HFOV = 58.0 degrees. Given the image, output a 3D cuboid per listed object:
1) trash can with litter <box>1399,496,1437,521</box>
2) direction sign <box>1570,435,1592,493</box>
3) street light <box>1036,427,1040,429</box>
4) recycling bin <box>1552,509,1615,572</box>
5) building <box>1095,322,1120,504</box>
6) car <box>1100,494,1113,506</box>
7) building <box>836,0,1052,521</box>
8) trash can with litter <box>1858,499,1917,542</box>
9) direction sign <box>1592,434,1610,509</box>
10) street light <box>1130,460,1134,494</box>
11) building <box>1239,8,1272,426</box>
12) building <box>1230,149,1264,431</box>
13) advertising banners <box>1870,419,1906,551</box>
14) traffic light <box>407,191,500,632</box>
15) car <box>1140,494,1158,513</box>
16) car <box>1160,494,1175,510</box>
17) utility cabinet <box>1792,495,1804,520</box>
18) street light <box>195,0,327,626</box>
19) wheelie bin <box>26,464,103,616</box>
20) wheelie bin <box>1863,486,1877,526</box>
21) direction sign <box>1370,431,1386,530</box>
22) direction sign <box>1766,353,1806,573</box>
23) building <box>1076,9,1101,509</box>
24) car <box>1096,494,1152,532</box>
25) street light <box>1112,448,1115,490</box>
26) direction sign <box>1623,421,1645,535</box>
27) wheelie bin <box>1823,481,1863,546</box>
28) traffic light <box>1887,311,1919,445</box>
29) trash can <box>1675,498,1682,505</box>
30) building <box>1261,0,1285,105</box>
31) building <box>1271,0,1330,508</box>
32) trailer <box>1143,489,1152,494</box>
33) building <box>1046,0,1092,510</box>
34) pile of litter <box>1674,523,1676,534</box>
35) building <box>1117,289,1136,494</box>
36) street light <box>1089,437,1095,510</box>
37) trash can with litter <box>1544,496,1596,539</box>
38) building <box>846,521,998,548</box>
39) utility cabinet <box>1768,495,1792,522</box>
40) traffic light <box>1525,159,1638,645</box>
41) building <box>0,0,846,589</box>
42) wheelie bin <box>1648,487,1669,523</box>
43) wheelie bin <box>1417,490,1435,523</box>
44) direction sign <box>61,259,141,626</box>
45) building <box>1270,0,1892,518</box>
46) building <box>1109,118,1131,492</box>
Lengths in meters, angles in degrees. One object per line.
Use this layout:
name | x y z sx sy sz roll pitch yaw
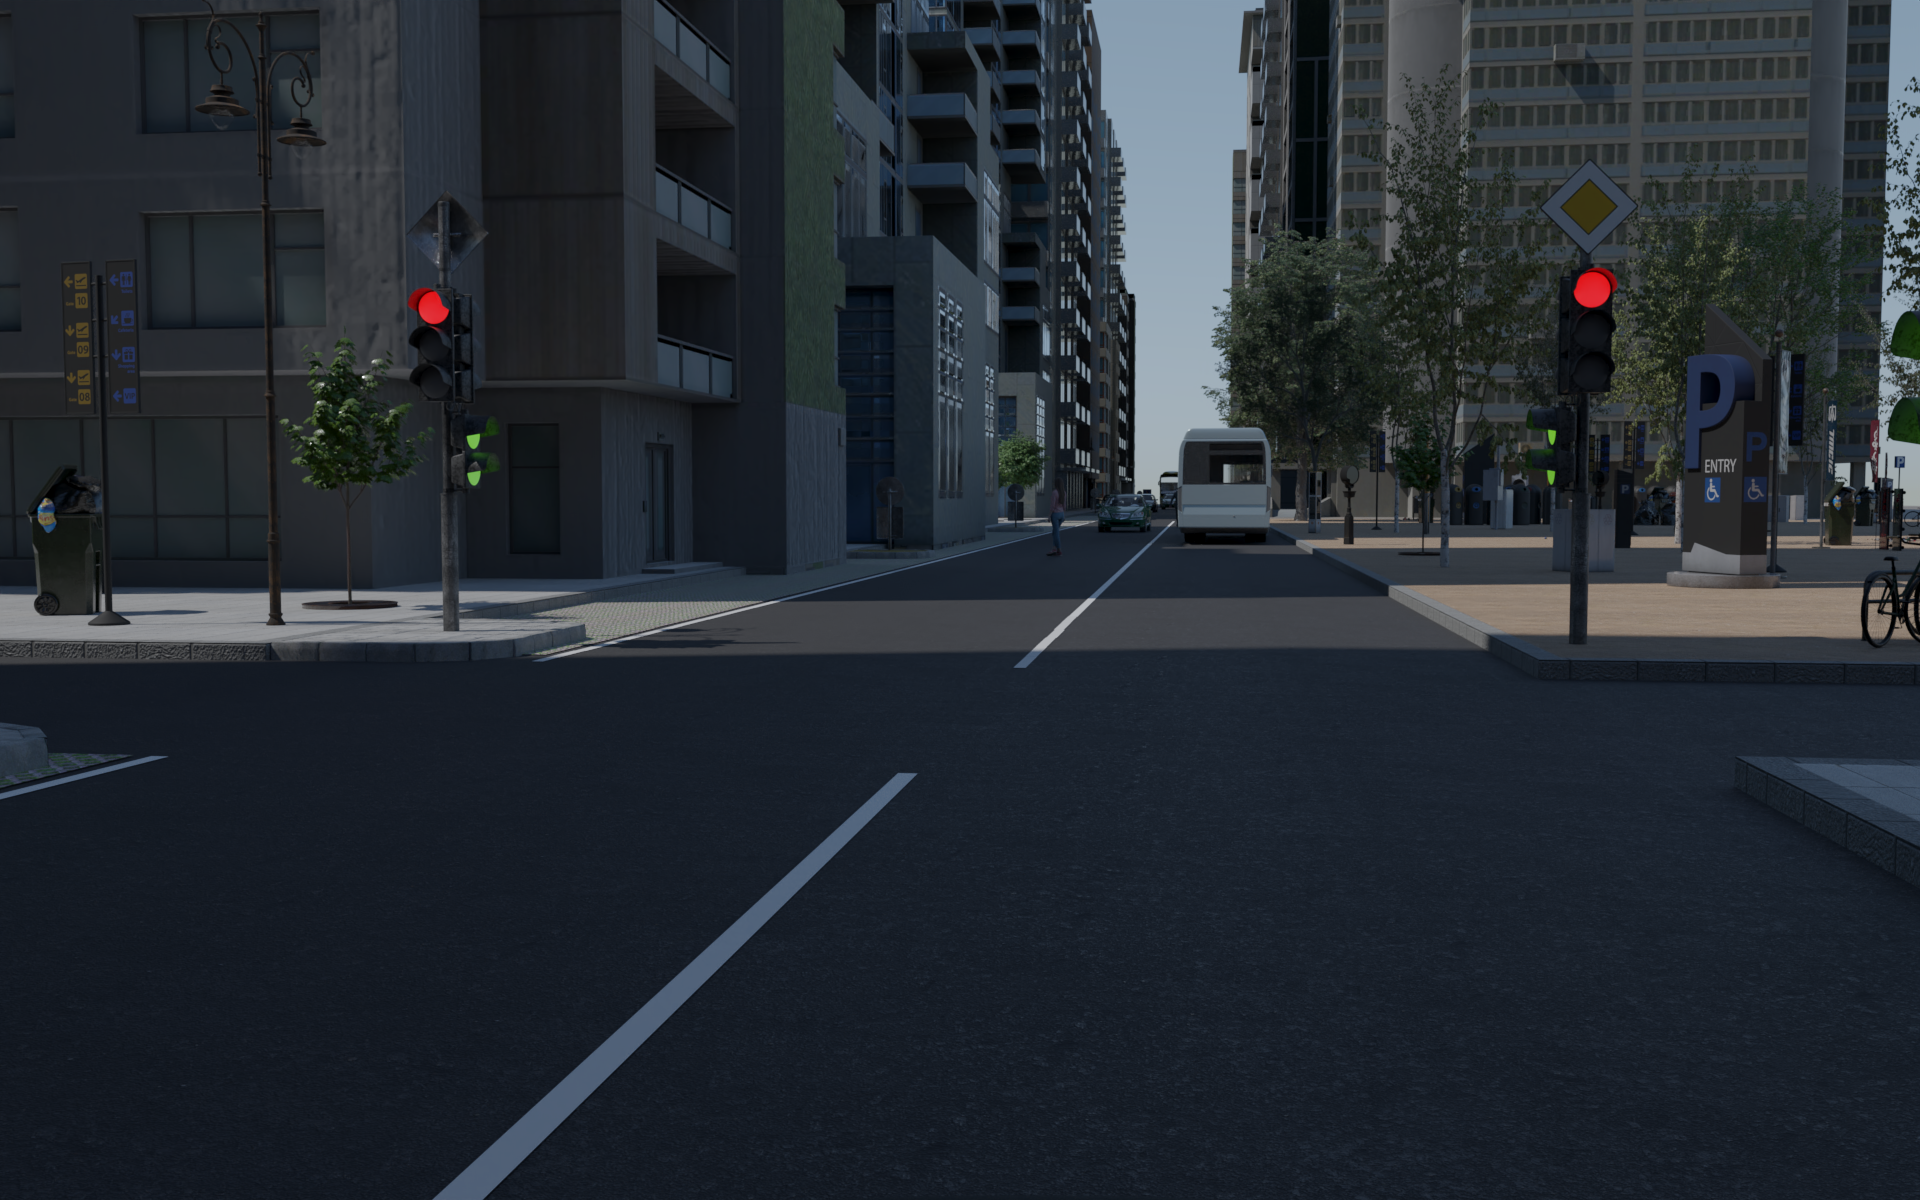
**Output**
trash can with litter | 22.175 -4.498 84.592 1.678 1.210 2.233 -1 4 -17
direction sign | 22.005 -4.282 62.000 0.379 3.537 0.876 -2 4 -34
street light | 3.980 -7.357 93.082 0.468 5.910 1.993 0 4 8
recycling bin | 10.345 -0.990 28.734 0.722 1.027 0.722 -1 4 -19
building | 2.964 -21.099 190.005 27.650 21.520 28.899 0 4 8
car | 11.522 -7.410 130.941 2.009 1.686 4.222 0 4 6
building | -4.914 -48.538 106.270 22.319 86.520 31.000 0 4 8
trash can with litter | 25.488 -2.213 47.234 1.678 1.210 2.233 2 4 25
direction sign | 24.247 -4.522 65.939 0.876 3.537 0.379 1 4 22
street light | 21.993 -15.228 221.771 0.468 5.910 1.993 0 4 8
building | 44.388 -36.457 185.311 28.713 52.752 27.495 0 4 8
building | 39.485 -32.033 207.329 14.154 41.232 14.086 0 4 8
advertising banners | 21.339 -2.673 39.891 0.090 3.025 2.074 0 4 8
traffic light | -4.745 -1.662 16.093 0.839 4.253 0.868 0 4 8
car | 14.564 -7.706 135.781 2.009 1.686 4.222 1 4 10
car | 19.745 -9.145 161.314 2.131 1.459 4.920 1 4 10
utility cabinet | 41.050 -4.507 84.857 1.020 1.237 0.306 -3 4 -38
street light | -6.697 -2.690 16.775 0.468 5.910 1.993 0 4 8
wheelie bin | -9.523 -0.651 18.545 0.693 1.594 0.980 -1 4 -14
wheelie bin | 36.232 -3.755 69.301 0.980 1.594 0.693 -3 5 -42
direction sign | 14.960 -4.287 62.093 0.876 3.537 0.379 -3 5 -40
direction sign | 13.365 -2.222 28.327 0.379 3.537 0.876 -2 4 -31
building | 5.612 -31.166 159.676 14.600 45.320 14.200 0 4 8
car | 6.344 -3.343 66.460 2.131 1.459 4.920 1 4 10
street light | 15.516 -12.381 175.219 0.468 5.910 1.993 0 4 8
direction sign | 20.942 -3.784 53.862 0.876 3.537 0.379 -2 4 -27
wheelie bin | 21.967 -2.162 43.249 0.693 1.594 0.980 1 4 15
traffic light | 4.162 -1.094 6.802 0.839 4.253 0.868 0 4 8
trash can | 26.625 -3.178 63.613 0.748 1.137 0.748 0 3 0
building | 36.814 -32.232 146.602 23.786 49.044 30.456 0 4 8
building | 31.249 -41.756 120.969 20.563 71.187 20.611 0 4 8
trailer | 21.961 -12.007 203.368 1.471 1.999 3.904 0 4 7
building | -1.201 -31.707 138.011 23.786 49.044 30.456 0 4 8
pile of litter | 22.986 -2.466 54.278 1.719 0.858 1.176 -3 5 -42
building | 17.101 -28.698 240.919 14.160 30.474 14.107 0 4 8
street light | 10.586 -10.204 139.616 0.468 5.910 1.993 0 4 8
trash can with litter | 17.463 -2.330 49.151 1.678 1.210 2.233 1 4 14
building | -9.572 -45.571 57.758 22.319 86.520 31.000 0 4 8
utility cabinet | 37.434 -4.172 79.380 0.306 1.237 1.020 -3 4 -36
traffic light | 5.271 -1.577 14.710 0.839 4.253 0.868 0 4 8
building | -10.227 -21.092 28.450 14.154 41.232 14.086 0 4 8
wheelie bin | 31.033 -4.218 76.869 0.980 1.594 0.693 -2 4 -30
wheelie bin | 20.632 -4.201 76.587 0.693 1.594 0.980 0 4 -2
direction sign | -8.355 -1.523 16.903 0.876 3.537 0.379 1 4 16
building | 33.974 -24.904 99.057 32.217 40.220 23.993 0 4 8
building | 9.498 -36.657 218.957 23.786 49.044 30.456 0 4 8
